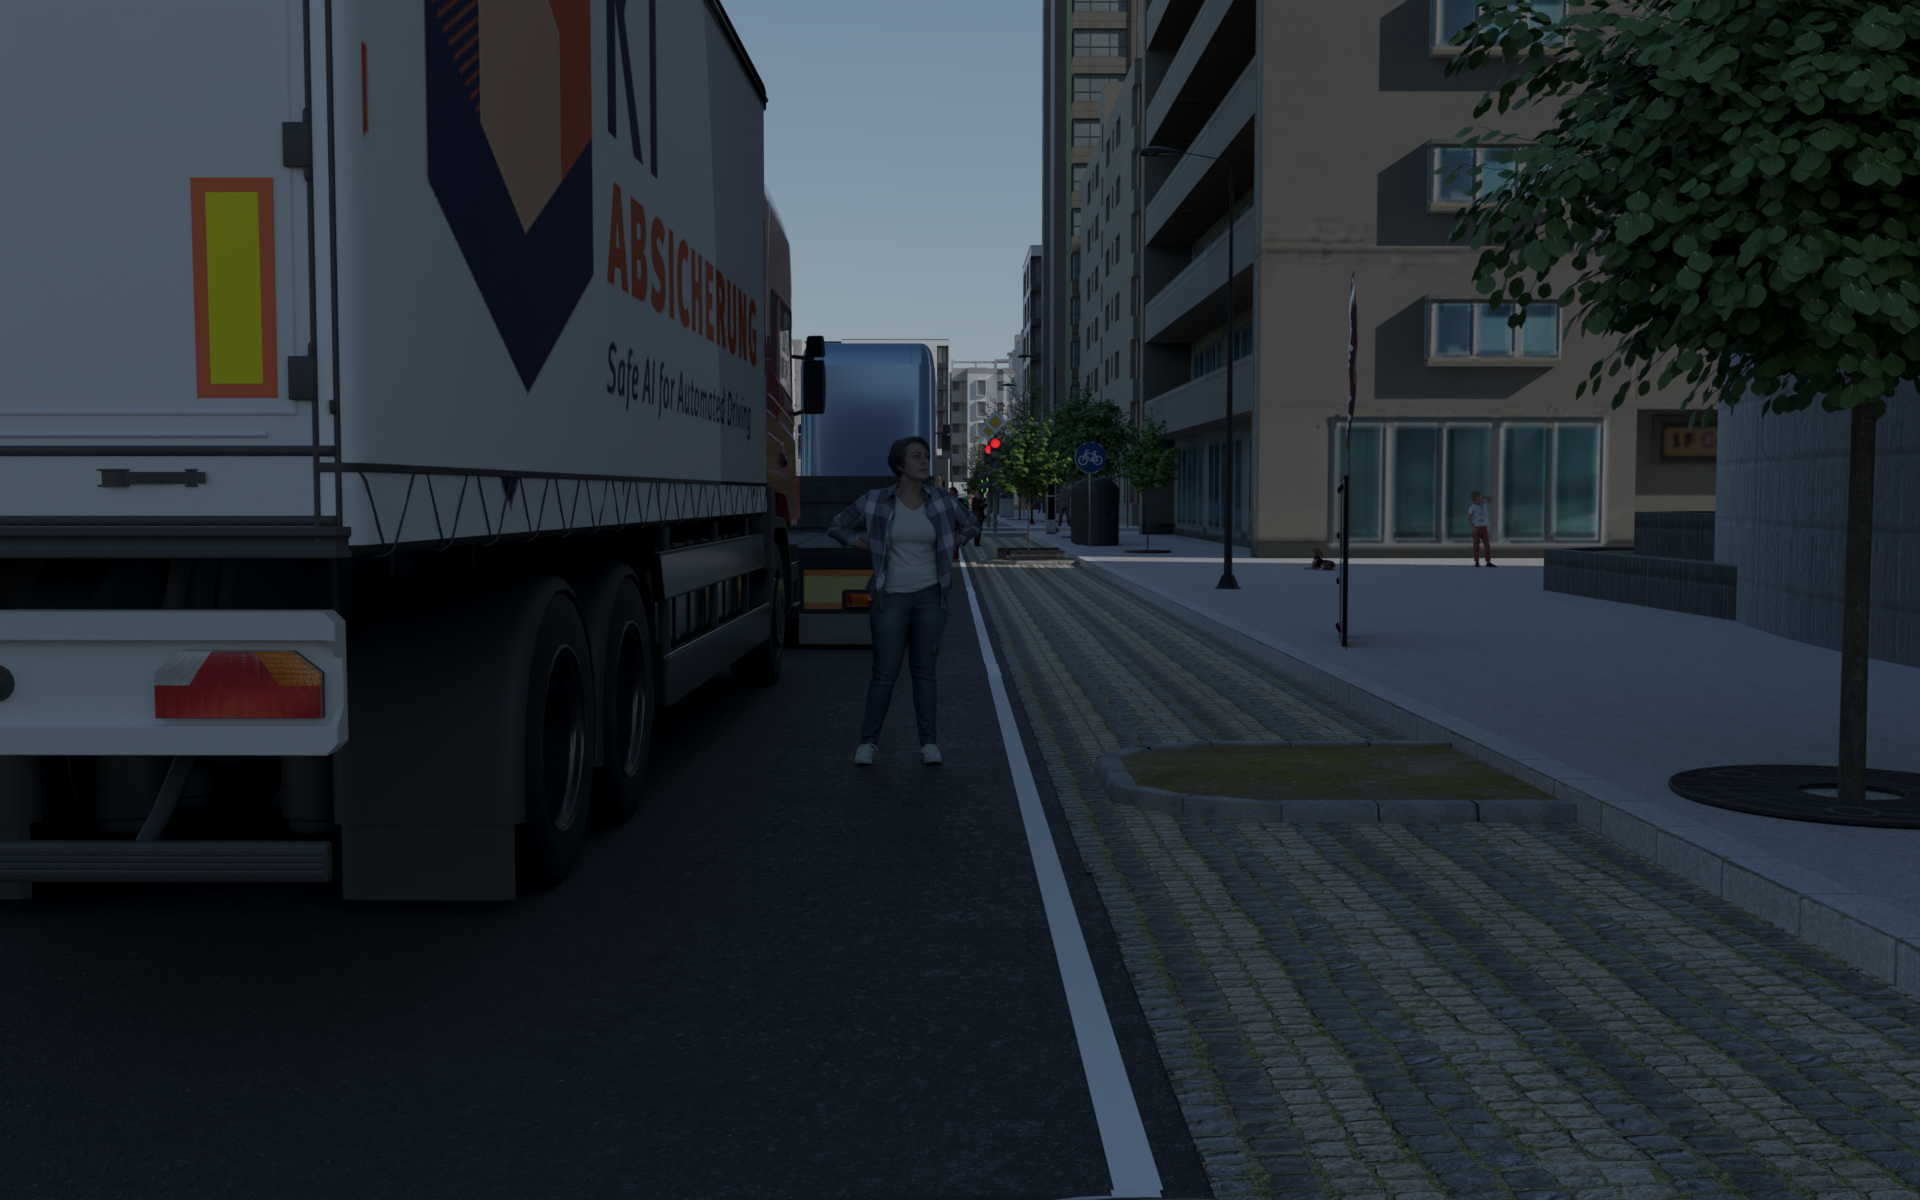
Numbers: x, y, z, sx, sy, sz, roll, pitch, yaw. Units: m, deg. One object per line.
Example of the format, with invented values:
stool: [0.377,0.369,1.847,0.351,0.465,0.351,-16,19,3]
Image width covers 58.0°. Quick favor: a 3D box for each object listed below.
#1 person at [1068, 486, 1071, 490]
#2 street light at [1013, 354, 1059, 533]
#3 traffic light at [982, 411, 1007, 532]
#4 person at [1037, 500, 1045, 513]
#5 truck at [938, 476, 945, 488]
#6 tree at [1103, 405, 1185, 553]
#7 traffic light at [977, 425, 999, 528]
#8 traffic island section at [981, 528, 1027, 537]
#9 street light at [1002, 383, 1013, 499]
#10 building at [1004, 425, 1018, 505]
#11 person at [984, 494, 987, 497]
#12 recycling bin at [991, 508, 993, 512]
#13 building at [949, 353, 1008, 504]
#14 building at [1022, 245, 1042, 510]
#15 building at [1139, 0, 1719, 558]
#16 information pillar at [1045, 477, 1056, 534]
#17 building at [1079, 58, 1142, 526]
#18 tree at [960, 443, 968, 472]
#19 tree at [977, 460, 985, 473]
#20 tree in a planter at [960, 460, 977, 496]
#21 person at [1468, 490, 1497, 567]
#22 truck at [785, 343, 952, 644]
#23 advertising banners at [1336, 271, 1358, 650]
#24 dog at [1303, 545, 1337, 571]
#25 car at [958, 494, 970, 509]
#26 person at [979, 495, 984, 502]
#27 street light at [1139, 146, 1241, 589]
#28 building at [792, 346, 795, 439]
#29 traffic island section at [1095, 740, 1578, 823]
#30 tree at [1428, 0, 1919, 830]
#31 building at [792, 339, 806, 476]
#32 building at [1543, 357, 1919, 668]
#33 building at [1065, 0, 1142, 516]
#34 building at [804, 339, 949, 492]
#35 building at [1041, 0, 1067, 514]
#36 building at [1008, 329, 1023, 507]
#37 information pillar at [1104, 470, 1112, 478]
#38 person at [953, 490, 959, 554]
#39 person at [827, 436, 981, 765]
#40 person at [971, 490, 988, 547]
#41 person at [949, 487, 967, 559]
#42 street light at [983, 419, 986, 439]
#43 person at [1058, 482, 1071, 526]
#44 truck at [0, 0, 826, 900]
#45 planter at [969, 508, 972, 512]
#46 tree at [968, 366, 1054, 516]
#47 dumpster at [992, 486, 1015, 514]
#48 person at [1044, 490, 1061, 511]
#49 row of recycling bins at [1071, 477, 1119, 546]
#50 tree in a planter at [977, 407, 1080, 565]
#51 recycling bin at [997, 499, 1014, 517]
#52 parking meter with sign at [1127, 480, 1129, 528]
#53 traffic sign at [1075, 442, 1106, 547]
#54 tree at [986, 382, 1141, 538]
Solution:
person: [4.808,-3.893,70.491,0.742,1.727,0.445,-1,4,-23]
street light: [2.619,-5.207,57.679,1.470,5.913,1.316,0,4,-1]
traffic light: [1.162,-4.242,58.273,0.839,4.253,0.868,0,4,-1]
person: [5.428,-6.658,115.718,0.655,1.722,0.431,0,4,4]
truck: [-3.355,-11.818,189.154,3.469,3.379,9.791,0,4,-1]
tree: [4.150,-2.635,37.679,1.663,3.219,1.824,0,3,0]
traffic light: [1.083,-4.730,66.258,0.839,4.253,0.868,0,4,-1]
traffic island section: [1.202,-2.208,58.387,2.009,0.180,2.903,0,4,-1]
street light: [2.481,-6.133,72.814,1.470,5.913,1.316,0,4,-1]
building: [10.035,-15.843,201.182,9.099,9.664,28.070,0,4,-1]
person: [2.700,-9.171,156.122,1.348,1.807,0.705,-2,4,-27]
recycling bin: [2.585,-6.071,111.818,0.722,1.027,0.722,-1,4,-9]
building: [4.242,-23.274,236.944,11.380,20.091,16.016,0,4,-1]
building: [19.559,-19.253,158.755,27.936,21.610,32.646,0,4,-1]
building: [16.483,-25.680,43.578,21.300,48.544,21.600,0,4,-1]
information pillar: [2.906,-3.116,55.446,0.304,2.012,0.304,0,4,-6]
building: [21.221,-14.547,82.891,28.899,21.520,27.650,0,4,-1]
tree: [2.184,-14.795,192.262,4.737,8.622,4.395,0,3,0]
tree: [2.909,-6.253,85.951,4.285,4.588,4.351,0,3,0]
tree in a planter: [0.877,-5.732,90.940,1.991,3.239,1.994,0,4,-1]
person: [9.175,-1.251,30.402,0.435,1.345,0.340,-1,4,-20]
truck: [-1.659,-2.163,25.116,2.967,4.110,18.799,0,3,0]
advertising banners: [3.277,-1.132,14.695,0.090,3.025,2.074,1,4,11]
dog: [6.073,-0.702,29.217,0.550,0.427,0.748,1,4,10]
car: [-0.064,-9.397,162.435,1.959,1.807,4.718,0,4,-1]
person: [1.358,-6.369,112.766,0.434,1.807,0.598,0,4,-3]
street light: [3.094,-3.106,23.324,1.470,5.913,1.316,0,4,-1]
building: [-26.202,-20.506,191.692,16.016,20.091,11.380,0,4,-1]
traffic island section: [1.685,0.879,8.494,1.991,0.108,1.994,0,4,-1]
tree: [3.821,-1.431,7.111,4.285,4.588,4.351,0,3,0]
building: [-33.837,-20.779,206.200,31.486,18.905,16.747,0,4,-1]
building: [17.521,-28.651,10.437,21.231,58.520,28.212,0,4,-1]
building: [13.375,-25.817,105.708,14.154,41.232,14.086,0,4,-1]
building: [-17.894,-24.333,241.821,32.646,21.610,27.936,0,4,-1]
building: [16.489,-35.750,126.516,21.231,58.520,28.212,0,4,-1]
building: [13.530,-19.865,181.207,16.016,20.091,11.380,0,4,-1]
information pillar: [5.599,-4.569,66.060,0.504,3.616,0.183,-2,4,-31]
person: [-0.234,-1.896,41.702,0.471,1.553,0.569,1,4,12]
person: [-0.281,-0.001,9.247,0.841,1.734,0.376,-1,4,-8]
person: [0.525,-2.227,47.177,0.388,1.546,0.482,2,4,27]
person: [-0.188,-1.718,38.466,0.662,1.594,0.647,-2,4,-24]
street light: [2.119,-8.231,107.113,1.470,5.913,1.316,0,4,-1]
person: [4.108,-3.778,68.369,0.990,1.755,0.434,0,4,5]
truck: [-2.562,-1.264,9.580,2.839,4.237,11.283,0,4,1]
planter: [0.125,-8.993,168.181,1.991,0.319,1.994,0,4,-1]
tree: [3.443,-9.093,99.037,4.737,8.622,4.395,0,3,0]
dumpster: [2.831,-6.349,109.561,1.264,1.857,1.865,0,4,-1]
person: [3.546,-3.498,66.468,0.697,1.427,0.421,2,4,33]
row of recycling bins: [3.395,-2.278,44.363,1.069,1.692,3.534,0,4,-3]
tree in a planter: [1.423,-2.353,35.701,1.991,3.239,1.994,0,4,-1]
recycling bin: [2.560,-5.062,95.321,0.722,1.027,0.722,0,4,-6]
parking meter with sign: [7.217,-4.268,66.048,1.738,3.016,0.543,0,4,-3]
traffic sign: [3.178,-2.580,42.291,0.768,2.556,0.104,0,4,2]
tree: [3.723,-4.098,50.711,4.285,4.588,4.351,0,3,0]
